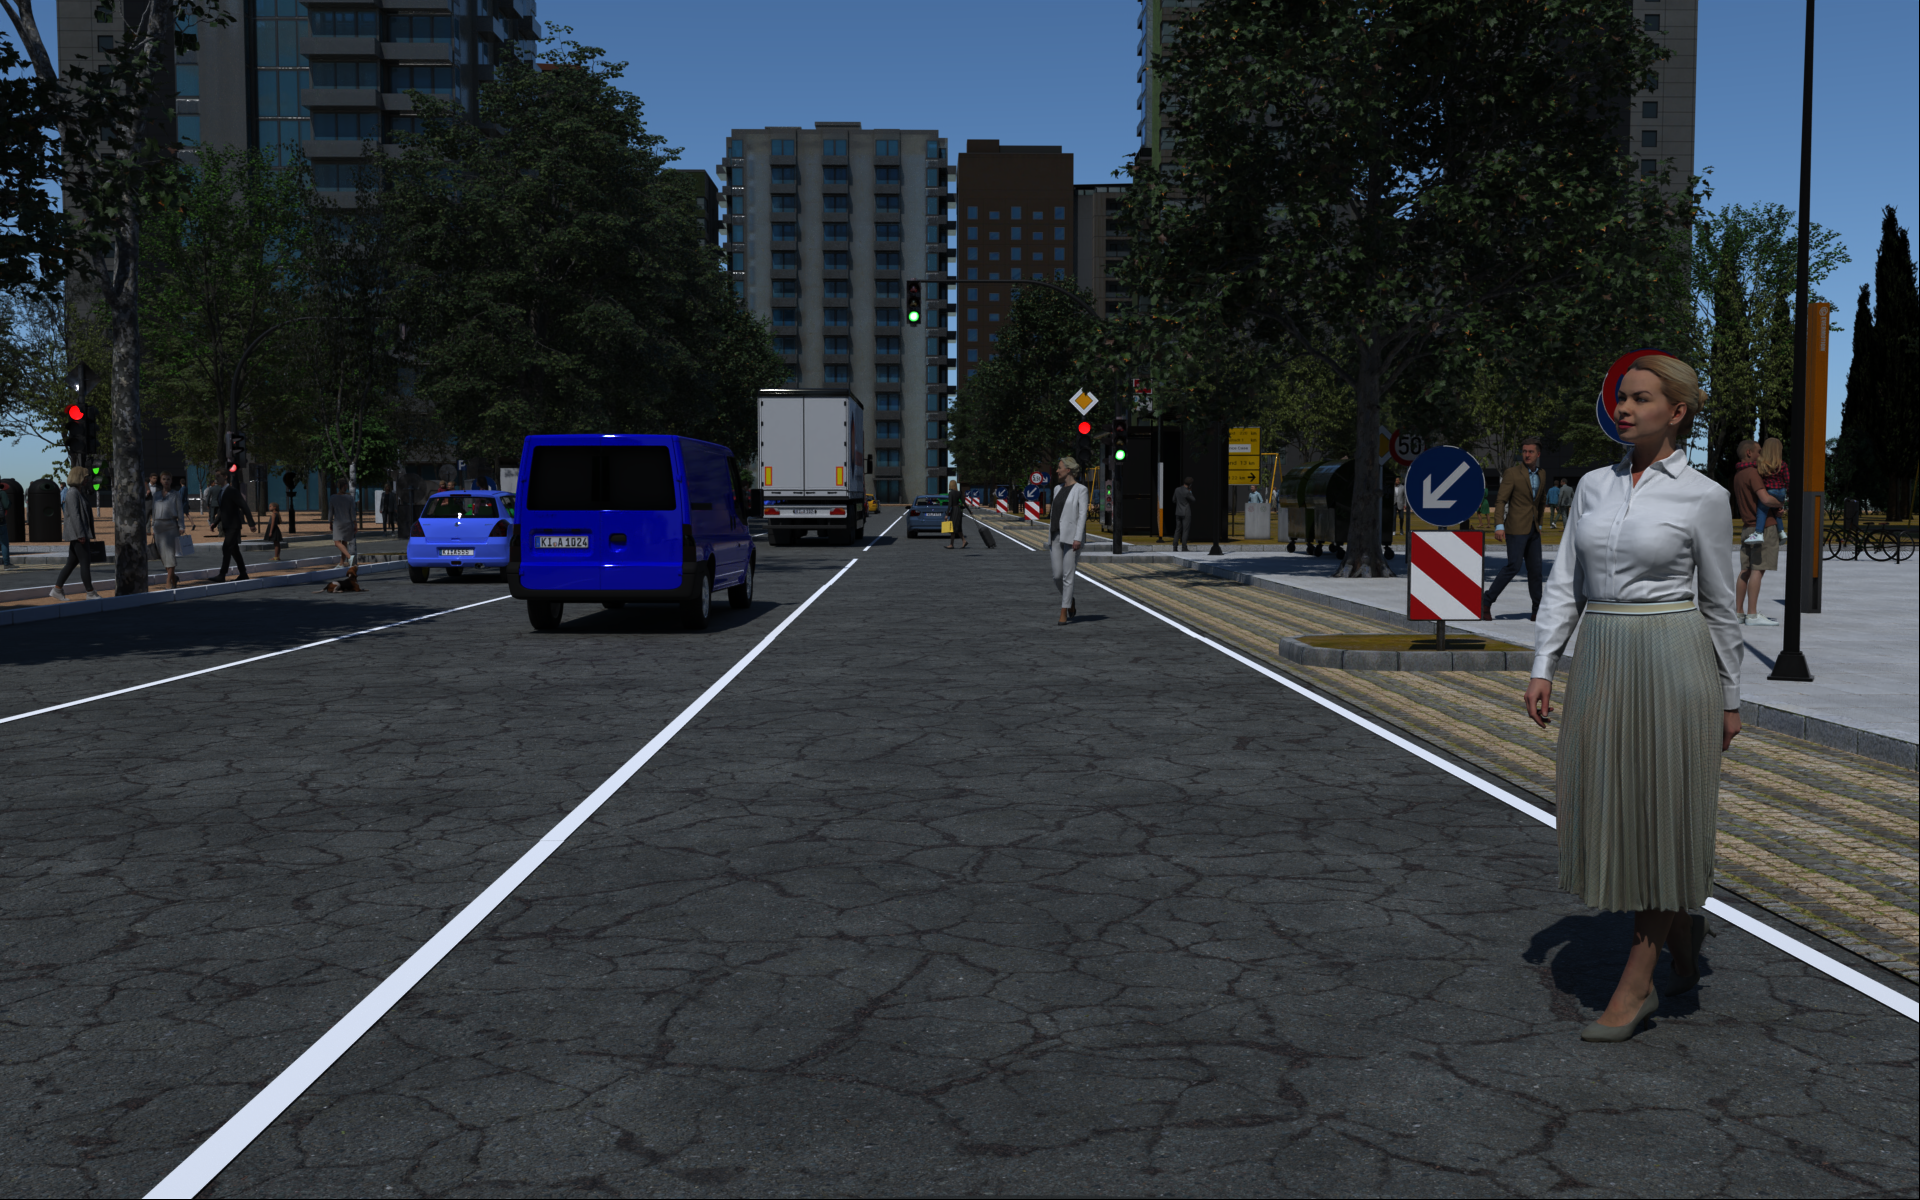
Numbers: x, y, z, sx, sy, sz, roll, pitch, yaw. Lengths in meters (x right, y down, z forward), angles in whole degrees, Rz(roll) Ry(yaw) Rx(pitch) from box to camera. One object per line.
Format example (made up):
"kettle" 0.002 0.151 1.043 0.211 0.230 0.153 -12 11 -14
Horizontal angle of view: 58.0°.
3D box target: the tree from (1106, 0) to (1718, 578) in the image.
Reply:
"tree" 6.394 -6.697 26.503 9.611 12.733 9.660 0 3 0

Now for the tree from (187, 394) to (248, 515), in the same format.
"tree" -47.194 -9.609 107.470 4.737 8.622 4.395 0 3 0

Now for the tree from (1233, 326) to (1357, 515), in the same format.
"tree" 18.769 -9.695 92.918 7.601 10.594 8.767 0 4 -1

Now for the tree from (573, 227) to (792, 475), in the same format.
"tree" -12.199 -9.237 70.483 9.611 12.733 9.660 0 3 0

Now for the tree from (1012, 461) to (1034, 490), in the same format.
"tree" 4.669 -11.778 142.929 4.737 8.622 4.395 0 3 0

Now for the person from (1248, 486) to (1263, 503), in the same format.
"person" 9.147 -2.812 53.828 0.330 1.601 0.589 -2 4 -32

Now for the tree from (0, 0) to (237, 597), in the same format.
"tree" -12.730 -10.148 24.266 12.611 20.169 13.585 0 3 0

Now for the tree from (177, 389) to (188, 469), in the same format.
"tree" -38.441 -7.827 78.332 4.737 8.622 4.395 0 3 0

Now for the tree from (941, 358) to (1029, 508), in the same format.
"tree" 3.132 -15.614 161.938 9.857 13.997 8.962 0 3 0

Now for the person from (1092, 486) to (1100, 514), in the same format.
"person" 8.978 -6.581 113.664 0.581 1.822 0.654 1 4 9

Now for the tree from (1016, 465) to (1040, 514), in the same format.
"tree" 4.353 -7.136 111.271 1.663 3.219 1.824 0 3 0

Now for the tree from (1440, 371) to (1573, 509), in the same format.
"tree" 27.598 -9.400 88.100 7.601 10.594 8.767 1 4 20

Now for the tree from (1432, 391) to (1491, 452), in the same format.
"tree" 28.395 -9.082 98.847 4.360 8.622 3.978 0 3 0

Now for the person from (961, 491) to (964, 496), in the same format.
"person" 0.125 -10.798 185.772 1.217 1.735 0.721 -1 4 -12

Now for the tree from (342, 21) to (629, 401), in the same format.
"tree" -11.936 -8.488 47.889 9.857 13.997 8.962 0 3 0

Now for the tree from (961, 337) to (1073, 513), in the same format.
"tree" 4.852 -12.815 119.891 12.009 13.543 11.850 0 3 0

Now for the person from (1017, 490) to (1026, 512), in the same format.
"person" 4.466 -7.218 124.864 0.445 1.727 0.742 3 5 43

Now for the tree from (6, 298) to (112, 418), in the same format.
"tree" -32.785 -6.978 64.445 4.737 8.622 4.395 0 3 0

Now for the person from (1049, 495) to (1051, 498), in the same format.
"person" 9.471 -10.191 172.745 1.350 1.814 0.705 2 4 34

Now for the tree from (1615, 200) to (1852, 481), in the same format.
"tree" 26.736 -8.275 61.047 9.928 11.665 9.643 0 3 0

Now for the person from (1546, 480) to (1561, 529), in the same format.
"person" 21.936 -3.519 63.920 0.444 1.785 0.601 -3 4 -39

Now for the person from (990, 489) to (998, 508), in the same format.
"person" 3.253 -9.133 156.100 1.217 1.736 0.721 0 4 8

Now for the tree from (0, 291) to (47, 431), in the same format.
"tree" -29.825 -6.232 52.254 4.360 8.622 3.978 0 3 0

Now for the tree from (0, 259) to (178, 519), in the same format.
"tree" -45.277 -10.875 88.183 12.009 13.543 11.850 0 3 0

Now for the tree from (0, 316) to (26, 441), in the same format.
"tree" -45.263 -9.650 75.906 7.486 12.596 7.792 0 3 0

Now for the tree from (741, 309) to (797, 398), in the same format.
"tree" -12.851 -10.253 95.845 9.928 11.665 9.643 0 3 0

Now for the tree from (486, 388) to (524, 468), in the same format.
"tree" -30.543 -10.092 115.362 4.737 8.622 4.395 0 3 0

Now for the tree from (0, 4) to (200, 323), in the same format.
"tree" -11.649 -5.740 13.322 9.611 12.733 9.660 0 3 0

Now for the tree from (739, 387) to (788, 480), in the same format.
"tree" -13.204 -10.266 104.720 8.767 10.594 7.601 0 4 -1

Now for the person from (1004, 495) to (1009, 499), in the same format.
"person" 4.471 -10.277 174.200 0.705 1.807 1.348 -3 5 -41

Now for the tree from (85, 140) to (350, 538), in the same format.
"tree" -21.719 -7.664 51.057 9.928 11.665 9.643 0 3 0

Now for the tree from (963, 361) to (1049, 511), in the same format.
"tree" 3.802 -12.718 133.699 9.928 11.665 9.643 0 3 0

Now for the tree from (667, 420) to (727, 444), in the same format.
"tree" -12.396 -7.707 78.831 4.737 8.622 4.395 0 3 0

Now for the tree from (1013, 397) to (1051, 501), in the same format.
"tree" 4.256 -9.339 103.057 4.360 8.622 3.978 0 3 0

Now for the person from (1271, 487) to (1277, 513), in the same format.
"person" 21.725 -6.955 119.981 0.641 1.798 0.478 1 4 14

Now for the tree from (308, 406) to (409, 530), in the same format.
"tree" -21.553 -4.813 62.413 4.285 4.588 4.351 0 3 0

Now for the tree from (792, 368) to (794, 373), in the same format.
"tree" -12.553 -10.184 85.965 9.611 12.733 9.660 0 3 0

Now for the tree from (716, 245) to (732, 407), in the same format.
"tree" -12.248 -9.188 59.331 9.857 13.997 8.962 0 3 0

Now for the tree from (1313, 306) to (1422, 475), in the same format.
"tree" 27.147 -12.655 113.559 9.857 13.997 8.962 0 3 0

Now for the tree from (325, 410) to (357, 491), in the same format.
"tree" -41.657 -10.162 116.505 4.737 8.622 4.395 0 3 0

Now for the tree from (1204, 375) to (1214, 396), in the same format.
"tree" 16.928 -10.409 104.597 7.601 10.594 8.767 1 4 13

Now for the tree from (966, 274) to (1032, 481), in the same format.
"tree" 4.738 -10.467 88.141 9.611 12.733 9.660 0 3 0

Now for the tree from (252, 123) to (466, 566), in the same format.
"tree" -12.087 -4.990 34.405 4.360 8.622 3.978 0 3 0

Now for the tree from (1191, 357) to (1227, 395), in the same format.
"tree" 11.021 -7.408 71.478 4.737 8.622 4.395 0 3 0

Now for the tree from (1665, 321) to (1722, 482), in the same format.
"tree" 28.761 -7.285 69.465 4.360 8.622 3.978 0 3 0

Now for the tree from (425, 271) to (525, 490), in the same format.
"tree" -21.891 -9.519 81.393 9.928 11.665 9.643 0 3 0

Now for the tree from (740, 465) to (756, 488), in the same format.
"tree" -24.152 -12.635 190.290 4.285 4.588 4.351 0 3 0

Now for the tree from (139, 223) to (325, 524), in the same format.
"tree" -31.006 -9.480 73.121 7.486 12.596 7.792 0 3 0

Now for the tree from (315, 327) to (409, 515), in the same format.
"tree" -39.436 -11.709 108.454 9.611 12.733 9.660 0 3 0
